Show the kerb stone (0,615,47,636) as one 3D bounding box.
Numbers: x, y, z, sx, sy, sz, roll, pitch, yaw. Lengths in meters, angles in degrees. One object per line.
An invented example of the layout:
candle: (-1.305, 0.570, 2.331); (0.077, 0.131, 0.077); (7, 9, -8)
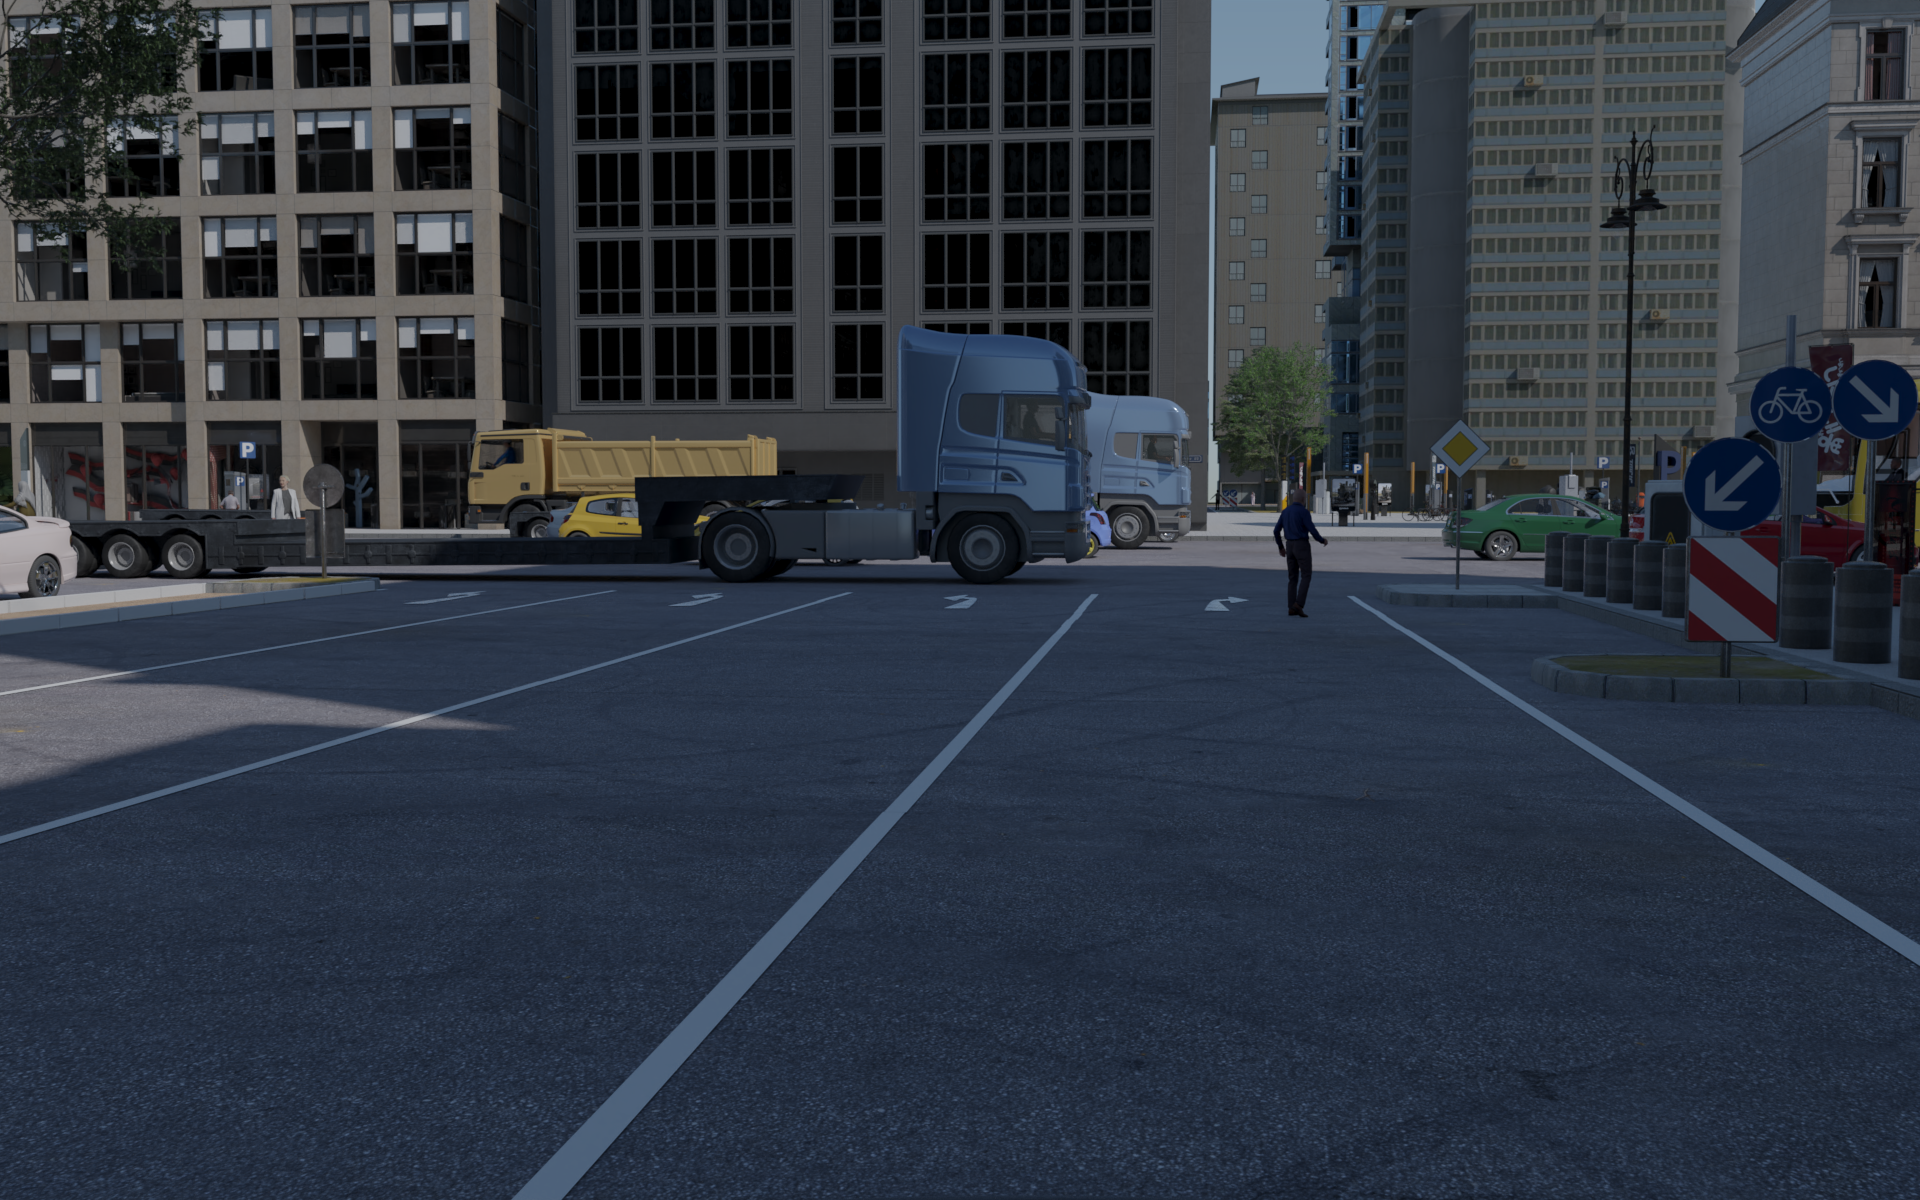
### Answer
kerb stone: (-9.703, 0.261, 17.930); (0.120, 0.150, 1.000); (0, 4, 7)

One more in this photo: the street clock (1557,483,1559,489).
street clock: (36.006, -6.070, 103.816); (0.471, 2.002, 0.358); (0, 4, 7)

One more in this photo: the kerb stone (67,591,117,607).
kerb stone: (-11.252, -0.005, 22.292); (0.120, 0.150, 1.000); (0, 4, 7)

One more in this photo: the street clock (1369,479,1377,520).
street clock: (20.234, -4.908, 84.813); (0.358, 2.002, 0.471); (2, 4, 35)

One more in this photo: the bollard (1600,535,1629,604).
bollard: (7.848, -0.350, 20.447); (0.404, 0.777, 0.398); (0, 3, 0)

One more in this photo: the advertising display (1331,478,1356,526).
advertising display: (15.236, -3.892, 68.848); (0.974, 1.923, 0.123); (0, 4, 1)

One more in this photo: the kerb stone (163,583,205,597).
kerb stone: (-10.985, -0.131, 24.342); (0.120, 0.150, 1.000); (0, 4, 7)

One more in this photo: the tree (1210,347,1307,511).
tree: (23.035, -13.181, 133.630); (7.486, 12.596, 7.792); (0, 3, 0)

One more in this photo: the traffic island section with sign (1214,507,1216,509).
traffic island section with sign: (26.052, -9.894, 170.388); (1.989, 1.847, 2.006); (0, 4, 7)

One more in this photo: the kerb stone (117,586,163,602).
kerb stone: (-11.112, -0.067, 23.308); (0.120, 0.150, 1.000); (0, 4, 7)

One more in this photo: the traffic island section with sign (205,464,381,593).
traffic island section with sign: (-9.735, -1.074, 25.698); (2.006, 1.907, 1.989); (0, 4, 7)

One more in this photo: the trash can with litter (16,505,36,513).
trash can with litter: (-31.949, -2.952, 59.654); (1.055, 1.170, 0.624); (1, 4, 15)

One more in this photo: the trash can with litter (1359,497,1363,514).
trash can with litter: (25.952, -6.175, 112.354); (0.624, 1.170, 1.055); (-1, 4, -22)

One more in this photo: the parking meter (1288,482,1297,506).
parking meter: (16.705, -4.967, 86.924); (0.399, 1.863, 0.255); (2, 4, 26)

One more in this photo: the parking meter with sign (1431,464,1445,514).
parking meter with sign: (27.681, -6.373, 100.466); (0.543, 3.016, 1.738); (0, 4, 4)

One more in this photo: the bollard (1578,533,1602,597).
bollard: (8.011, -0.424, 21.646); (0.404, 0.777, 0.398); (0, 3, 0)

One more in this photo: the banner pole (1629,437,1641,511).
banner pole: (29.490, -5.248, 75.826); (0.401, 3.779, 0.863); (-3, 5, -41)

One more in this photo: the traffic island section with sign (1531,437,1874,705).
traffic island section with sign: (5.352, -0.256, 12.808); (1.989, 1.847, 2.006); (0, 4, 7)

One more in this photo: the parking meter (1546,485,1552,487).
parking meter: (38.015, -6.490, 111.822); (0.255, 1.863, 0.399); (0, 4, 5)

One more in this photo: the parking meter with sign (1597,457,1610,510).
parking meter with sign: (29.771, -5.130, 80.143); (0.543, 3.016, 1.738); (1, 4, 18)

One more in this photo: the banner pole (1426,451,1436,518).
banner pole: (25.424, -6.311, 93.200); (0.401, 3.779, 0.863); (3, 5, 43)

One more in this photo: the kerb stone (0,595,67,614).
kerb stone: (-11.382, 0.057, 21.274); (0.120, 0.150, 1.000); (0, 4, 7)

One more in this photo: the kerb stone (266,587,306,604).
kerb stone: (-9.045, -0.052, 23.040); (0.120, 0.150, 1.000); (0, 4, 7)

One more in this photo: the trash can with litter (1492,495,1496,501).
trash can with litter: (35.288, -6.304, 114.125); (1.678, 1.210, 2.233); (-2, 4, -26)

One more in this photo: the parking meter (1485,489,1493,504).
parking meter: (26.862, -4.863, 87.928); (0.372, 1.533, 0.369); (0, 3, 0)

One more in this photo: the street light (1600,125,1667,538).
street light: (8.572, -3.022, 22.202); (0.468, 5.910, 1.993); (0, 4, 7)

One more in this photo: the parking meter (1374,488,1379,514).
parking meter: (26.402, -6.366, 109.802); (0.255, 1.863, 0.399); (0, 4, -6)

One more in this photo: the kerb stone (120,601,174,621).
kerb stone: (-9.443, 0.136, 19.971); (0.120, 0.150, 1.000); (0, 4, 7)

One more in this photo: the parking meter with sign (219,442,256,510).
parking meter with sign: (-24.396, -3.797, 58.337); (1.738, 3.016, 0.543); (3, 5, 40)

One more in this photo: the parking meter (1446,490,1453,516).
parking meter: (28.875, -5.732, 102.124); (0.372, 1.533, 0.369); (0, 3, 0)

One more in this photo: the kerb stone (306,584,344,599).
kerb stone: (-8.901, -0.115, 24.076); (0.120, 0.150, 1.000); (0, 4, 7)

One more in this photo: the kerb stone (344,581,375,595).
kerb stone: (-8.769, -0.175, 25.094); (0.120, 0.150, 1.000); (0, 4, 7)

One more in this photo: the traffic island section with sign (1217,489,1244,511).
traffic island section with sign: (22.523, -8.248, 143.490); (1.989, 1.847, 2.006); (0, 4, 7)

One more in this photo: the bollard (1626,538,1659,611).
bollard: (7.696, -0.277, 19.240); (0.404, 0.777, 0.398); (0, 3, 0)

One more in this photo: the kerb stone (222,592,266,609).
kerb stone: (-9.175, 0.011, 22.022); (0.120, 0.150, 1.000); (0, 4, 7)

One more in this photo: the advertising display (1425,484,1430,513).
advertising display: (30.751, -6.587, 112.909); (0.123, 1.923, 0.974); (-3, 4, -38)

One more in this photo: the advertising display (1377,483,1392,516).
advertising display: (24.388, -5.771, 99.569); (0.974, 1.923, 0.123); (-1, 4, -23)

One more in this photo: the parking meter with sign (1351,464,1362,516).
parking meter with sign: (23.181, -6.438, 101.525); (0.543, 3.016, 1.738); (0, 4, 6)

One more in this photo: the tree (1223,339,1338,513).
tree: (21.717, -11.725, 117.461); (9.928, 11.665, 9.643); (0, 3, 0)

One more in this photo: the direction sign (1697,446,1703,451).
direction sign: (34.725, -5.436, 80.877); (0.379, 3.537, 0.876); (-1, 4, -19)

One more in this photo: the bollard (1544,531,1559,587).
bollard: (8.327, -0.570, 24.039); (0.404, 0.777, 0.398); (0, 3, 0)

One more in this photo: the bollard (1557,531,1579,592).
bollard: (8.165, -0.497, 22.848); (0.404, 0.777, 0.398); (0, 3, 0)

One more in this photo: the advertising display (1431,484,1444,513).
advertising display: (30.901, -6.516, 111.751); (0.123, 1.923, 0.974); (-1, 4, -16)

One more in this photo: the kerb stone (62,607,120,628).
kerb stone: (-9.578, 0.202, 18.951); (0.120, 0.150, 1.000); (0, 4, 7)

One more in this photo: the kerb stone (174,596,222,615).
kerb stone: (-9.306, 0.074, 20.989); (0.120, 0.150, 1.000); (0, 4, 7)

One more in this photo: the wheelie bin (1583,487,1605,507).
wheelie bin: (28.269, -4.242, 77.262); (0.980, 1.594, 0.693); (2, 4, 33)

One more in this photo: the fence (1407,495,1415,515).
fence: (27.906, -5.855, 106.928); (0.480, 1.192, 2.264); (1, 4, 12)

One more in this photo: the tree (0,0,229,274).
tree: (-11.017, -4.895, 16.902); (8.767, 10.594, 7.601); (0, 4, 7)

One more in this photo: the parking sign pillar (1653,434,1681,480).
parking sign pillar: (31.812, -5.462, 77.768); (1.447, 3.967, 1.447); (-1, 4, -16)

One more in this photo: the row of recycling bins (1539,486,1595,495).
row of recycling bins: (32.764, -5.246, 92.892); (3.534, 1.692, 1.069); (-1, 4, -12)

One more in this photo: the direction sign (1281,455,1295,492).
direction sign: (18.927, -6.608, 100.031); (0.876, 3.537, 0.379); (3, 5, 39)

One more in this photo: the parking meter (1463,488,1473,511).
parking meter: (20.778, -3.817, 70.816); (0.372, 1.533, 0.369); (0, 3, 0)
